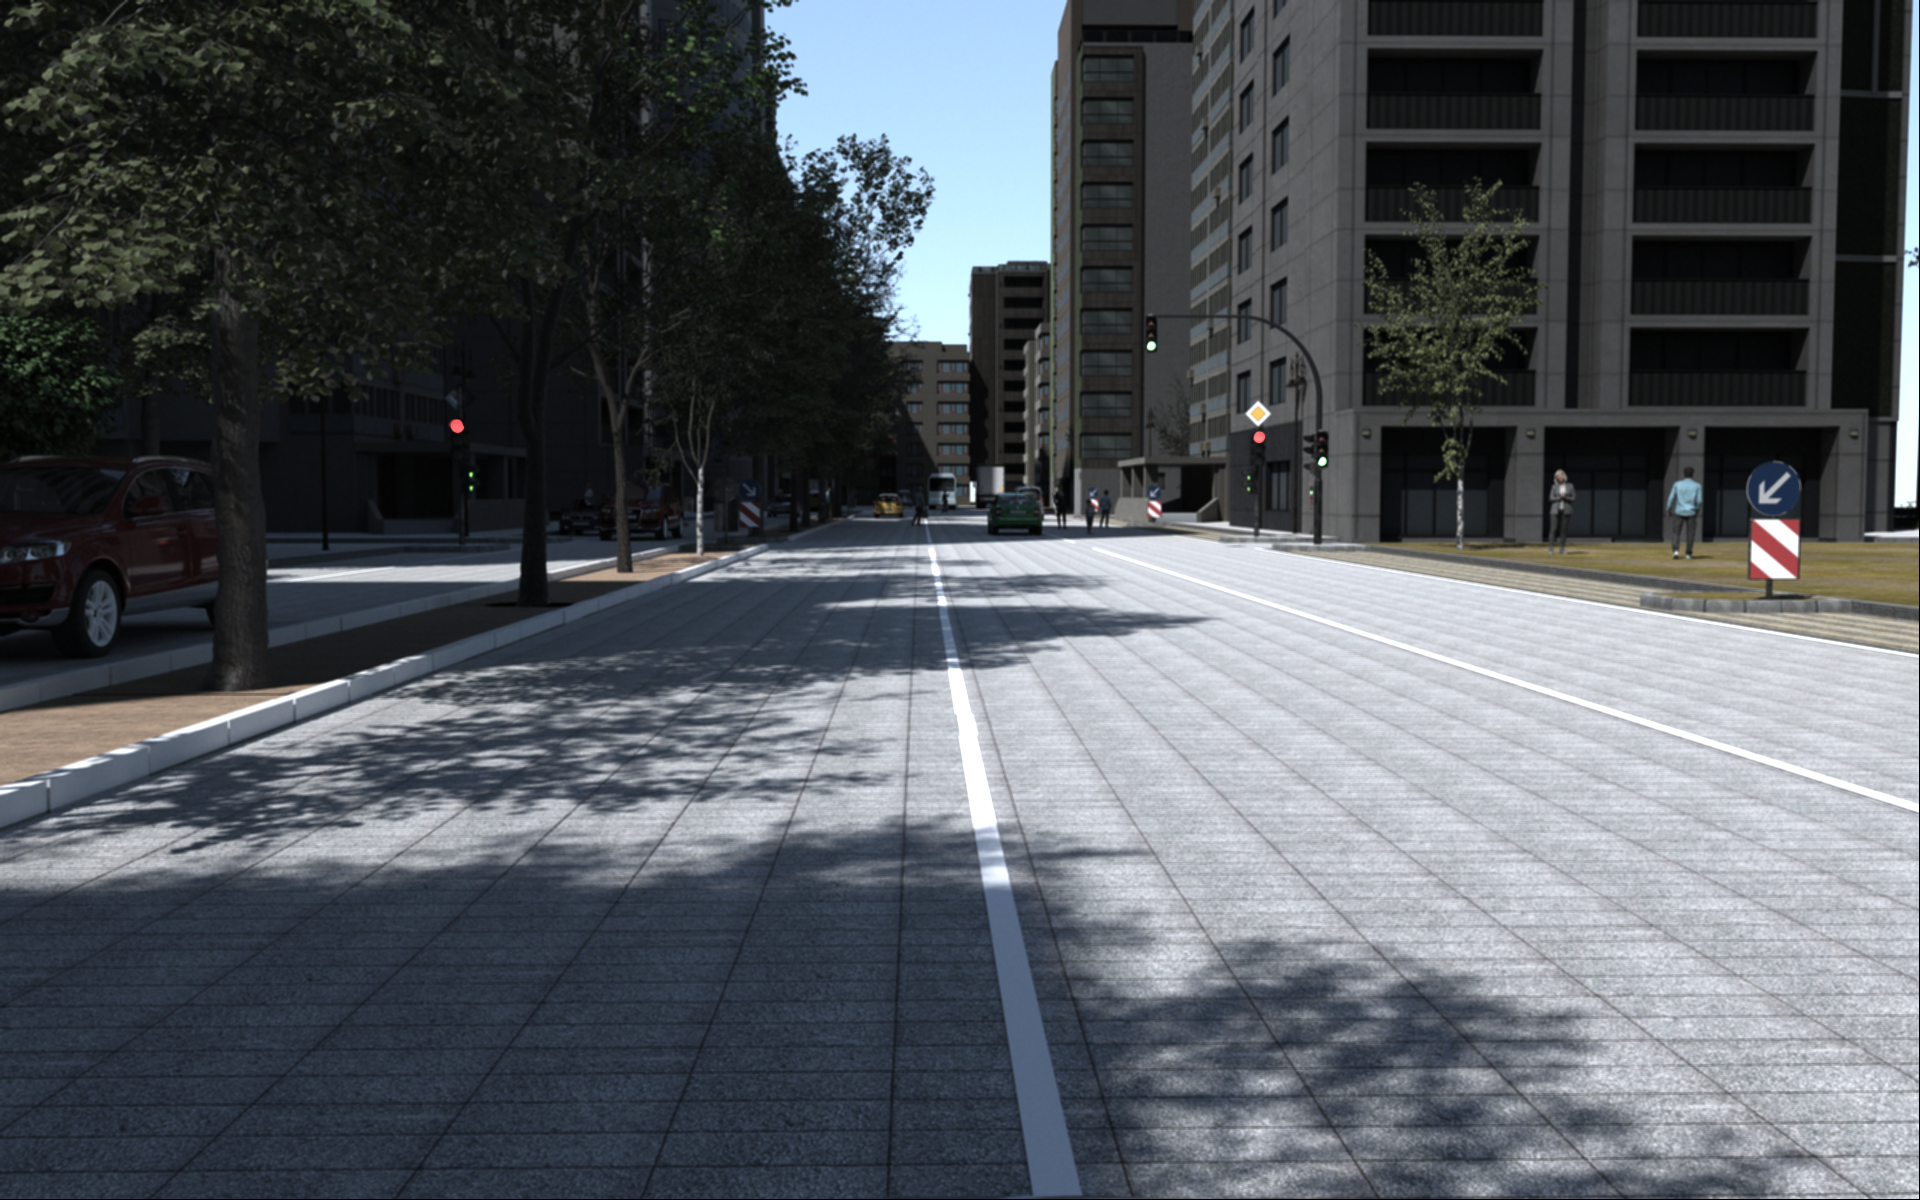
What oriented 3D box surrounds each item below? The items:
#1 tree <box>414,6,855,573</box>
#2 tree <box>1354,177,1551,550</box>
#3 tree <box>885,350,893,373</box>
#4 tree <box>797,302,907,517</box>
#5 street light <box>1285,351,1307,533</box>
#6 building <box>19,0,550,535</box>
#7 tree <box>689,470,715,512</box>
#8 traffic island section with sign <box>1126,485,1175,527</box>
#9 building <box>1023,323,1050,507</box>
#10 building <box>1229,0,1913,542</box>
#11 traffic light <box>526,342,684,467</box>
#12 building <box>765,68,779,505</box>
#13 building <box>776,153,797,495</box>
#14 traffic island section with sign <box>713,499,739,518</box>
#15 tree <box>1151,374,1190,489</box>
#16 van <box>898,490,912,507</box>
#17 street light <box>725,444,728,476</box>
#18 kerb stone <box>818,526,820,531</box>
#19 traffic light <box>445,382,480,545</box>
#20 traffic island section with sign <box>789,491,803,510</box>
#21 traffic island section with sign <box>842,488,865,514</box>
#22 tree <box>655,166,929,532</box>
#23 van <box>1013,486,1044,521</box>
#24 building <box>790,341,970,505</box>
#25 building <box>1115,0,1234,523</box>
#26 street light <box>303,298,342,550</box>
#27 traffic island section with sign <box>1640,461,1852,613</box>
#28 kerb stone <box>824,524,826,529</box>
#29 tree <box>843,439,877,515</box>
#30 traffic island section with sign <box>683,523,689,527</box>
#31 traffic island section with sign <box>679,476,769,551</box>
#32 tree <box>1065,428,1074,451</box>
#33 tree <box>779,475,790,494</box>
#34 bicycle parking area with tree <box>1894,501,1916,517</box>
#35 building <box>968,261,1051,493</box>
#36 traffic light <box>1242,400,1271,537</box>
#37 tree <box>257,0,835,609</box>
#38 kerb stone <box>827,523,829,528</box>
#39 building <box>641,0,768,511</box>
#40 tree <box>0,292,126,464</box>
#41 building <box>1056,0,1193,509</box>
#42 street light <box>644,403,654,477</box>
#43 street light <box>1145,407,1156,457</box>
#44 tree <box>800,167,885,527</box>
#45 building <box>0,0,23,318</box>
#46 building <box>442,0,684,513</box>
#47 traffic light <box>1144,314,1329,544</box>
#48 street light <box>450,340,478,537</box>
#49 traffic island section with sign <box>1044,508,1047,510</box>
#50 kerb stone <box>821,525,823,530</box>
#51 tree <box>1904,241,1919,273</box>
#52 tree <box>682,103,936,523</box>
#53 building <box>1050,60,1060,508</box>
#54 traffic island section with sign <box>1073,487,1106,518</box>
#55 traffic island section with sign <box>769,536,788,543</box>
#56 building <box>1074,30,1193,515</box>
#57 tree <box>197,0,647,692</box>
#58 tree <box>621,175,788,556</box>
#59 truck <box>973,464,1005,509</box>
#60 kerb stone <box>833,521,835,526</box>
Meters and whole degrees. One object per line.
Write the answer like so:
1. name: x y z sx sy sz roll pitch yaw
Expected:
1. tree: -6.062 -5.784 31.443 8.767 10.594 7.601 0 4 -1
2. tree: 11.264 -5.460 39.625 4.737 8.622 4.395 0 3 0
3. tree: -6.779 -9.438 74.899 7.486 12.596 7.792 0 3 0
4. tree: -7.653 -12.113 107.163 9.857 13.997 8.962 0 3 0
5. street light: 10.918 -5.104 56.243 0.468 5.910 1.993 0 4 -1
6. building: -32.587 -22.620 61.724 32.217 40.220 23.993 0 4 -1
7. tree: -18.339 -7.863 123.160 1.663 3.219 1.824 0 3 0
8. traffic island section with sign: 8.408 -4.170 76.814 1.989 1.847 2.006 0 4 -1
9. building: 21.610 -21.067 189.481 27.650 21.520 28.899 0 4 -1
10. building: 21.273 -37.891 57.764 20.611 71.187 20.563 0 4 -1
11. traffic light: -10.644 -4.710 51.680 4.771 5.953 1.251 0 4 -1
12. building: -24.574 -29.216 161.274 14.154 41.232 14.086 0 4 -1
13. building: -30.066 -30.262 186.658 23.993 40.220 32.217 0 4 -1
14. traffic island section with sign: -13.623 -5.789 103.284 1.989 1.847 2.006 0 4 -1
15. tree: 13.365 -9.278 102.064 4.360 8.622 3.978 0 3 0
16. van: -6.164 -11.317 192.039 2.013 2.044 4.112 0 4 -2
17. street light: -16.400 -9.137 122.169 0.468 5.910 1.993 0 4 -1
18. kerb stone: -5.474 -2.631 65.248 0.120 0.150 1.000 0 4 -1
19. traffic light: -12.551 -3.345 43.615 0.839 4.253 0.868 0 4 -1
20. traffic island section with sign: -14.779 -8.876 153.757 1.989 1.847 2.006 0 4 -1
21. traffic island section with sign: -7.920 -7.249 126.656 2.006 1.907 1.989 0 4 -1
22. tree: -6.230 -9.287 64.670 12.009 13.543 11.850 0 3 0
23. van: 3.587 -5.323 94.050 2.013 2.044 4.112 0 4 -3
24. building: -13.530 -23.183 224.083 28.899 21.520 27.650 0 4 -1
25. building: 24.540 -24.044 84.997 32.217 40.220 23.993 0 4 -1
26. street light: -14.517 -4.078 39.457 0.468 5.910 1.993 0 4 -1
27. traffic island section with sign: 9.674 -0.795 21.630 1.989 1.847 2.006 0 4 -1
28. kerb stone: -5.566 -2.884 69.343 0.120 0.150 1.000 0 4 -1
29. tree: -7.363 -9.902 114.718 4.737 8.622 4.395 0 3 0
30. traffic island section with sign: -13.013 -4.141 76.336 1.989 1.847 2.006 0 4 -1
31. traffic island section with sign: -6.034 -2.202 44.132 2.006 1.907 1.989 0 4 -1
32. tree: 9.843 -10.555 122.943 4.737 8.622 4.395 0 3 0
33. tree: -17.562 -10.774 170.758 1.663 3.219 1.824 0 3 0
34. bicycle parking area with tree: 45.134 -6.237 88.969 8.231 4.147 9.016 0 4 1
35. building: 8.209 -27.270 217.568 14.107 30.474 14.160 0 4 -1
36. traffic light: 8.922 -3.865 52.107 0.839 4.253 0.868 0 4 -1
37. tree: -5.311 -5.709 21.549 9.928 11.665 9.643 0 3 0
38. kerb stone: -5.606 -3.010 71.401 0.120 0.150 1.000 0 4 -1
39. building: -27.432 -36.548 139.567 21.231 58.520 28.212 0 4 -1
40. tree: -14.637 -2.637 26.823 4.285 4.588 4.351 0 3 0
41. building: 15.970 -30.704 152.120 14.600 45.320 14.200 0 4 -1
42. street light: -15.579 -6.988 87.049 0.468 5.910 1.993 0 4 -1
43. street light: 10.075 -7.280 91.809 0.468 5.910 1.993 0 4 -1
44. tree: -6.410 -8.156 53.934 7.486 12.596 7.792 0 3 0
45. building: -33.810 -29.894 30.763 28.212 58.520 21.231 0 4 -1
46. building: -26.406 -40.187 95.303 20.563 71.187 20.611 0 4 -1
47. traffic light: 7.015 -4.237 43.935 4.771 5.953 1.251 0 4 -1
48. street light: -14.845 -4.840 51.927 0.468 5.910 1.993 0 4 -1
49. traffic island section with sign: 6.641 -8.896 154.084 1.989 1.847 2.006 0 4 -1
50. kerb stone: -5.513 -2.758 67.292 0.120 0.150 1.000 0 4 -1
51. tree: 25.696 -6.324 37.812 8.767 10.594 7.601 0 4 8
52. tree: -7.953 -13.849 84.772 12.611 20.169 13.585 0 3 0
53. building: 15.615 -29.584 167.285 14.154 41.232 14.086 0 4 -1
54. traffic island section with sign: 7.789 -5.819 103.762 1.989 1.847 2.006 0 4 -1
55. traffic island section with sign: -6.193 -2.654 51.537 2.006 1.907 1.989 0 4 -1
56. building: 14.258 -20.817 112.067 14.160 30.474 14.107 0 4 -1
57. tree: -5.384 -5.636 12.727 7.486 12.596 7.792 0 3 0
58. tree: -6.018 -5.329 39.952 4.360 8.622 3.978 0 3 0
59. truck: 2.827 -10.908 167.265 2.839 4.237 11.283 0 4 -1
60. kerb stone: -5.733 -3.323 76.525 0.120 0.150 1.000 0 4 -1
